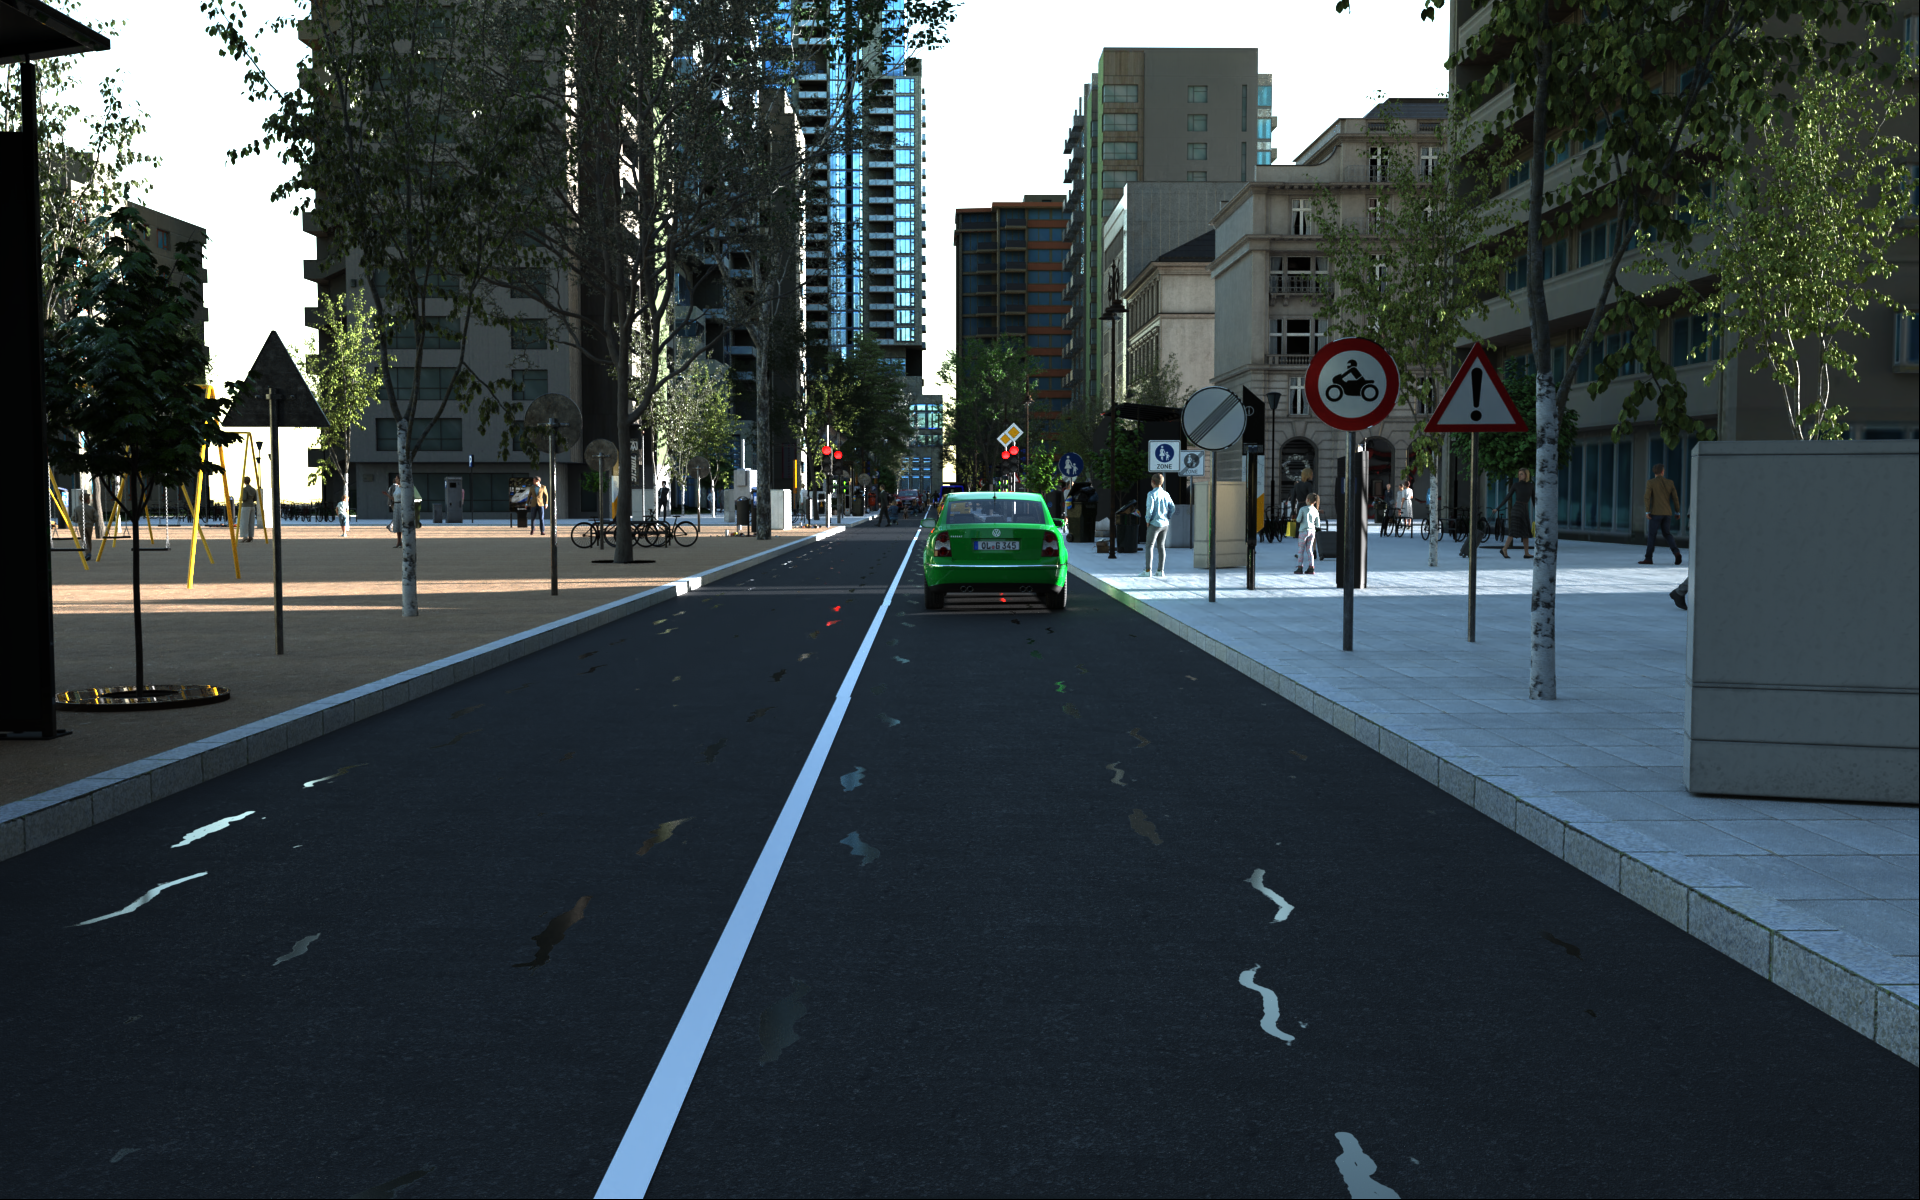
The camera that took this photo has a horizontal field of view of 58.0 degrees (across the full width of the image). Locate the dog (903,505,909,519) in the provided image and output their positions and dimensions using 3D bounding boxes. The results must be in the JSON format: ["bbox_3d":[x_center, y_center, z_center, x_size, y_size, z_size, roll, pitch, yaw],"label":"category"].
[{"bbox_3d":[-3.015,-5.046,99.335,0.513,0.831,0.800,3,5,39],"label":"dog"}]

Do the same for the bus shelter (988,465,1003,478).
[{"bbox_3d":[3.166,-9.229,142.175,1.731,3.624,6.357,0,4,-1],"label":"bus shelter"}]

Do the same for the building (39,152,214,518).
[{"bbox_3d":[-63.295,-15.544,99.192,28.899,21.520,27.650,0,4,-1],"label":"building"}]

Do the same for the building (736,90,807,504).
[{"bbox_3d":[-29.532,-35.527,204.569,21.600,48.544,21.300,0,4,-1],"label":"building"}]

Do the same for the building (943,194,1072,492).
[{"bbox_3d":[11.870,-36.768,255.772,28.867,44.769,22.147,0,4,-1],"label":"building"}]

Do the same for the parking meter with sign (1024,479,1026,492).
[{"bbox_3d":[3.264,-5.048,78.788,1.738,3.016,0.543,0,4,2],"label":"parking meter with sign"}]

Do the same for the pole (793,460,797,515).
[{"bbox_3d":[-9.854,-6.699,103.380,0.158,3.312,0.155,0,3,0],"label":"pole"}]

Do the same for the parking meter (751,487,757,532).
[{"bbox_3d":[-6.827,-3.044,58.178,0.372,1.533,0.369,0,3,0],"label":"parking meter"}]

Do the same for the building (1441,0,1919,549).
[{"bbox_3d":[26.687,-25.794,45.433,21.300,48.544,21.600,0,4,-1],"label":"building"}]

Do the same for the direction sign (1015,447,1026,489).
[{"bbox_3d":[2.787,-5.560,82.907,0.876,3.537,0.379,2,4,34],"label":"direction sign"}]

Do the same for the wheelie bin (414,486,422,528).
[{"bbox_3d":[-20.630,-3.482,64.831,0.693,1.594,0.980,1,4,22],"label":"wheelie bin"}]

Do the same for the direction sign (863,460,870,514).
[{"bbox_3d":[-6.174,-7.462,113.995,0.379,3.537,0.876,2,4,32],"label":"direction sign"}]

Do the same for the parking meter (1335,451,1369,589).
[{"bbox_3d":[5.338,-1.096,23.631,0.399,1.863,0.255,3,4,36],"label":"parking meter"}]

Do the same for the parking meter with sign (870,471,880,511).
[{"bbox_3d":[-6.425,-8.167,129.790,0.543,3.016,1.738,0,4,7],"label":"parking meter with sign"}]

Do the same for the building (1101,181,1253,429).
[{"bbox_3d":[18.440,-19.762,141.128,12.078,24.808,19.932,0,4,-1],"label":"building"}]

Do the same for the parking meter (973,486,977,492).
[{"bbox_3d":[1.113,-7.768,132.724,0.255,1.863,0.399,-1,4,-10],"label":"parking meter"}]

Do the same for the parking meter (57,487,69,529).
[{"bbox_3d":[-33.264,-3.414,64.232,0.372,1.533,0.369,0,3,0],"label":"parking meter"}]

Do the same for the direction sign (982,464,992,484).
[{"bbox_3d":[2.087,-8.518,131.267,0.876,3.537,0.379,2,4,29],"label":"direction sign"}]

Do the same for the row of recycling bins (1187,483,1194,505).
[{"bbox_3d":[8.584,-3.615,66.221,3.534,1.692,1.069,-1,4,-19],"label":"row of recycling bins"}]

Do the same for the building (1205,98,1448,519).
[{"bbox_3d":[26.164,-15.380,93.255,24.055,21.916,13.314,0,4,-1],"label":"building"}]

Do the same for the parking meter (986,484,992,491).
[{"bbox_3d":[1.775,-6.069,104.940,0.255,1.863,0.399,-2,4,-27],"label":"parking meter"}]

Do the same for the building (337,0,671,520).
[{"bbox_3d":[-23.677,-19.618,92.453,14.160,30.474,14.107,0,4,-1],"label":"building"}]

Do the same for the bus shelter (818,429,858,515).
[{"bbox_3d":[-7.780,-8.104,110.130,2.179,5.291,8.768,0,4,-1],"label":"bus shelter"}]

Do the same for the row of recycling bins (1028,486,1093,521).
[{"bbox_3d":[4.518,-4.278,77.066,3.534,1.692,1.069,3,4,37],"label":"row of recycling bins"}]

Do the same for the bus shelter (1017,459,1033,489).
[{"bbox_3d":[4.008,-6.632,102.362,2.014,3.302,5.546,0,4,-1],"label":"bus shelter"}]

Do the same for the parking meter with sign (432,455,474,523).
[{"bbox_3d":[-22.405,-4.911,76.549,1.738,3.016,0.543,-2,4,-29],"label":"parking meter with sign"}]

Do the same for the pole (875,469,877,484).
[{"bbox_3d":[-6.587,-8.664,135.503,0.158,3.312,0.155,0,3,0],"label":"pole"}]

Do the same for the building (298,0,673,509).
[{"bbox_3d":[-31.676,-30.208,117.597,21.300,48.544,21.600,0,4,-1],"label":"building"}]

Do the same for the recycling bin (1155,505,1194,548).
[{"bbox_3d":[5.146,-1.769,41.476,0.722,1.027,0.722,-2,4,-26],"label":"recycling bin"}]

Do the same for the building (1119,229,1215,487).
[{"bbox_3d":[17.461,-15.724,121.712,10.561,19.102,19.286,0,4,-1],"label":"building"}]

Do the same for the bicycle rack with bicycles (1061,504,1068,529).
[{"bbox_3d":[4.716,-3.043,63.134,2.852,0.926,2.925,3,4,36],"label":"bicycle rack with bicycles"}]

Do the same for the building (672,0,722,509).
[{"bbox_3d":[-29.572,-52.086,164.275,22.319,86.520,31.000,0,4,-1],"label":"building"}]

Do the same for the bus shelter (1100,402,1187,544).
[{"bbox_3d":[5.005,-3.436,47.456,1.731,3.624,6.357,0,4,-1],"label":"bus shelter"}]

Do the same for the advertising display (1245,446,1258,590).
[{"bbox_3d":[3.956,-1.121,23.537,0.123,1.923,0.974,0,4,8],"label":"advertising display"}]

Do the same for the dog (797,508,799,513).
[{"bbox_3d":[-10.912,-6.367,118.484,0.513,0.831,0.800,-3,5,-44],"label":"dog"}]

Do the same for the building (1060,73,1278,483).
[{"bbox_3d":[23.495,-35.513,200.240,23.786,49.044,30.456,0,4,-1],"label":"building"}]

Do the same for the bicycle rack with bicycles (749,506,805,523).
[{"bbox_3d":[-8.217,-3.858,76.453,2.925,0.926,2.852,-2,4,-25],"label":"bicycle rack with bicycles"}]

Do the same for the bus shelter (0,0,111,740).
[{"bbox_3d":[-5.199,-0.899,5.979,1.731,3.624,6.357,0,4,-1],"label":"bus shelter"}]

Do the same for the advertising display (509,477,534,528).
[{"bbox_3d":[-16.760,-3.736,66.293,0.974,1.923,0.123,0,4,-2],"label":"advertising display"}]

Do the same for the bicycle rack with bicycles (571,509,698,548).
[{"bbox_3d":[-7.829,-1.753,42.041,2.925,0.926,2.852,0,4,-6],"label":"bicycle rack with bicycles"}]

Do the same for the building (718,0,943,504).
[{"bbox_3d":[-18.073,-57.632,254.958,31.000,86.520,22.319,0,4,-1],"label":"building"}]

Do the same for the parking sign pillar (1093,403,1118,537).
[{"bbox_3d":[4.460,-3.876,51.852,1.447,3.967,1.447,-2,4,-24],"label":"parking sign pillar"}]

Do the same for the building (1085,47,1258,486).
[{"bbox_3d":[19.708,-29.291,162.509,14.154,41.232,14.086,0,4,-1],"label":"building"}]

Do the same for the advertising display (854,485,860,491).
[{"bbox_3d":[-7.637,-7.613,129.682,0.974,1.923,0.123,2,4,29],"label":"advertising display"}]

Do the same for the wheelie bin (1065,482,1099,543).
[{"bbox_3d":[3.267,-2.328,45.972,0.980,1.594,0.693,-3,5,-41],"label":"wheelie bin"}]

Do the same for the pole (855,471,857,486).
[{"bbox_3d":[-8.074,-8.637,135.058,0.158,3.312,0.155,0,3,0],"label":"pole"}]
